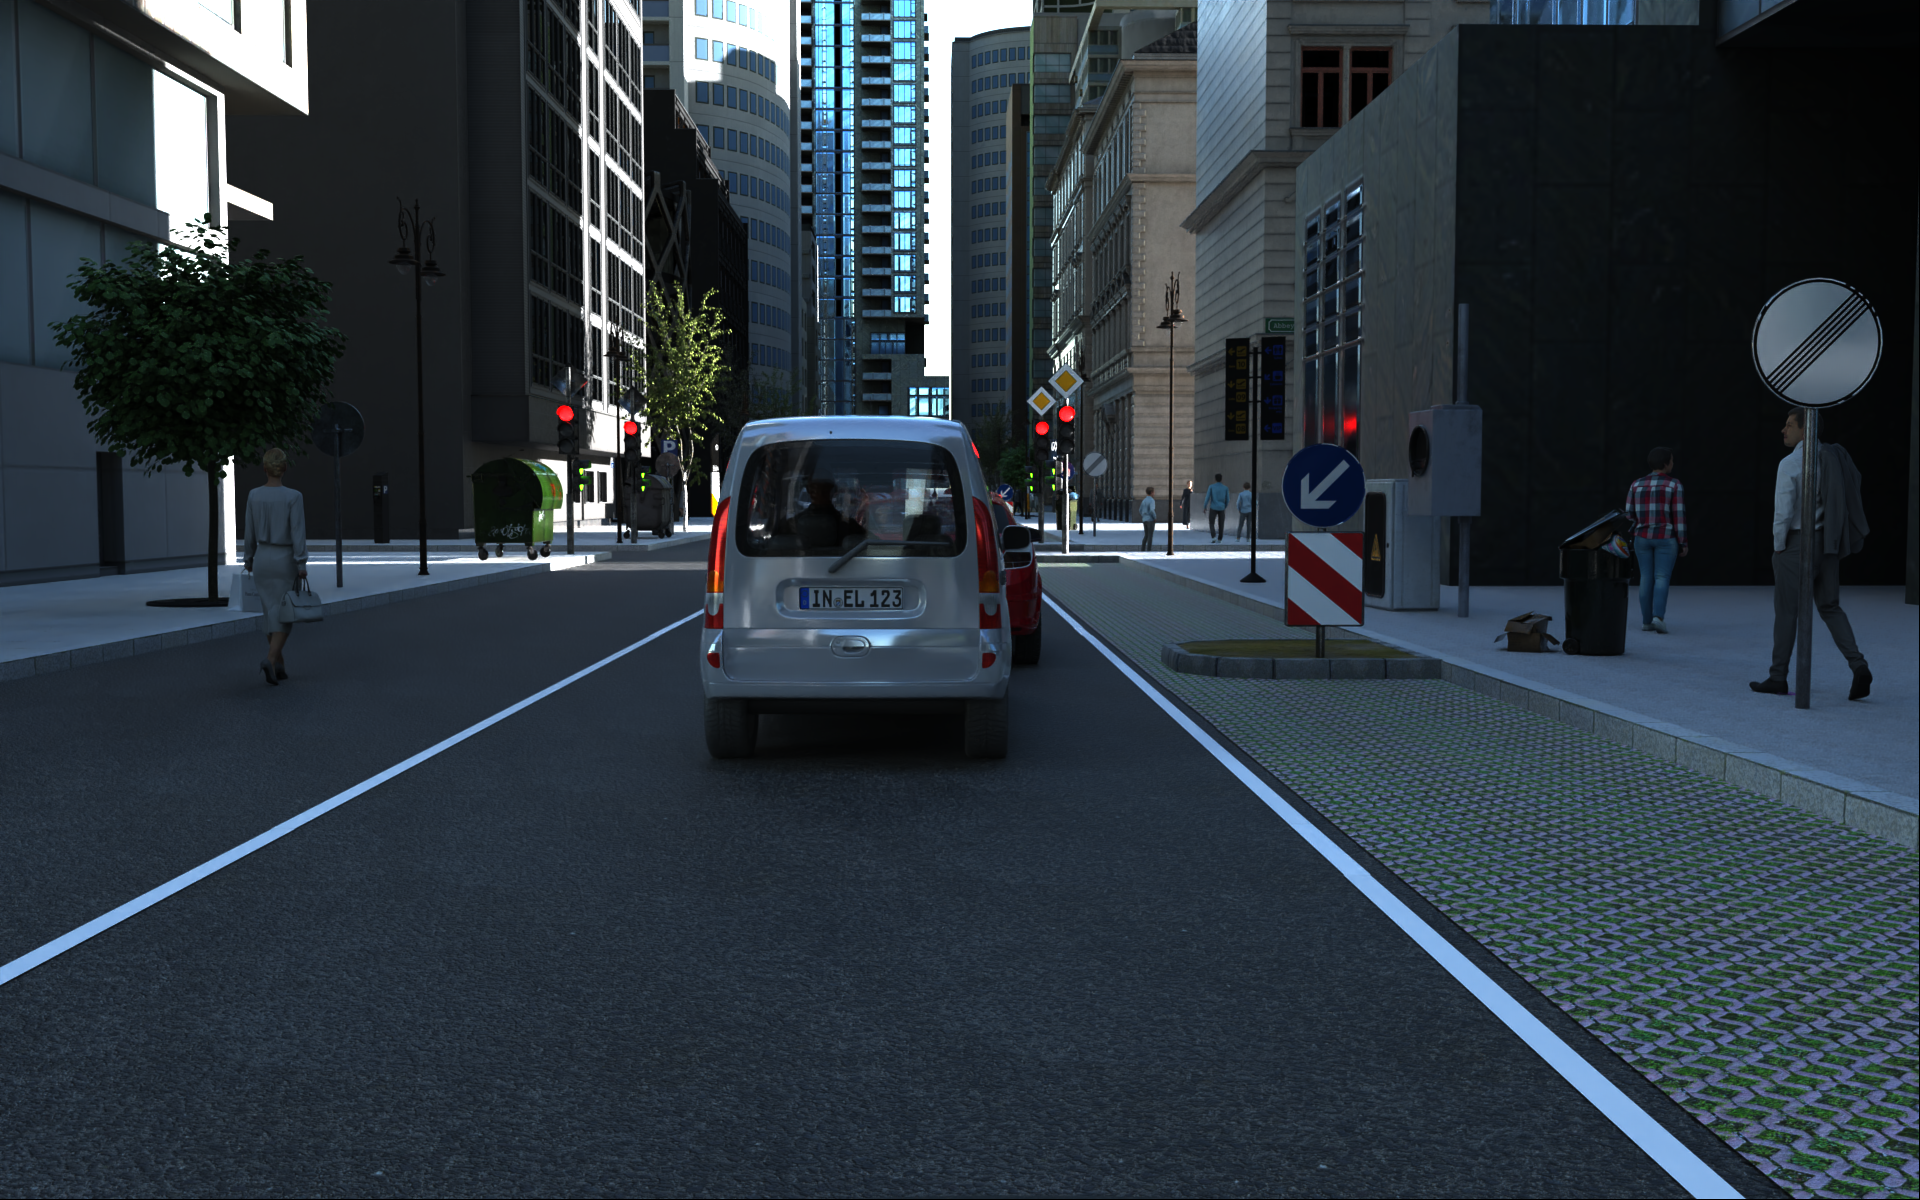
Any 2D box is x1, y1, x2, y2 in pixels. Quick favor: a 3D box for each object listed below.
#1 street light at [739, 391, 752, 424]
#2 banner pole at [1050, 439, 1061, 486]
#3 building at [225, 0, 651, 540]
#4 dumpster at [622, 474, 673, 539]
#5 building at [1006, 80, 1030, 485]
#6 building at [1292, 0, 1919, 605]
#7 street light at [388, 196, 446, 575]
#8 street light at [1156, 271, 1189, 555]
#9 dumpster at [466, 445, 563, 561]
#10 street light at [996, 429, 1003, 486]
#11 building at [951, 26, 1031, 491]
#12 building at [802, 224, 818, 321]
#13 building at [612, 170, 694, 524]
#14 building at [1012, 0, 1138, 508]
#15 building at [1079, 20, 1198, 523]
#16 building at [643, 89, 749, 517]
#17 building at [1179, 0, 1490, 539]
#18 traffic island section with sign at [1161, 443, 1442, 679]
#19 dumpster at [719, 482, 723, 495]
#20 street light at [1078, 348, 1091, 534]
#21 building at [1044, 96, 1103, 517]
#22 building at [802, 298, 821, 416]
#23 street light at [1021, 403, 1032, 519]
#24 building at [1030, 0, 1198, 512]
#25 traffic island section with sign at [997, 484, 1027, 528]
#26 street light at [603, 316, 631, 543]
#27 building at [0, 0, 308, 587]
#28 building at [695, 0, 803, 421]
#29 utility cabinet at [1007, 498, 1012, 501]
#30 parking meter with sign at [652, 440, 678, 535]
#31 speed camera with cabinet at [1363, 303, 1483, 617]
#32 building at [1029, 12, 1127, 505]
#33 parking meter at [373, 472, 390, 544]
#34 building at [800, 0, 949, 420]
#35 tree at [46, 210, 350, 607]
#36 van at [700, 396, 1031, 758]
[{"bbox_3d":[-9.582,-6.411,77.610,0.468,5.910,1.993,0,4,-1],"label":"street light"},{"bbox_3d":[3.970,-4.850,69.319,0.863,3.779,0.401,-1,4,-22],"label":"banner pole"},{"bbox_3d":[-19.677,-16.285,59.760,14.314,27.812,24.014,0,4,-1],"label":"building"},{"bbox_3d":[-9.101,-2.731,50.408,1.264,1.857,1.865,0,4,-1],"label":"dumpster"},{"bbox_3d":[12.133,-32.776,186.005,14.600,45.320,14.200,0,4,-1],"label":"building"},{"bbox_3d":[18.077,-43.062,16.743,22.319,86.520,31.000,0,4,-1],"label":"building"},{"bbox_3d":[-8.502,-3.333,27.278,0.468,5.910,1.993,0,4,-1],"label":"street light"},{"bbox_3d":[4.409,-3.873,36.118,0.468,5.910,1.993,0,4,-1],"label":"street light"},{"bbox_3d":[-8.783,-1.938,34.184,1.502,2.255,1.985,0,4,-1],"label":"dumpster"},{"bbox_3d":[2.710,-9.001,119.953,0.468,5.910,1.993,0,4,-1],"label":"street light"},{"bbox_3d":[13.060,-41.262,216.639,28.212,58.520,21.231,0,4,-1],"label":"building"},{"bbox_3d":[-22.376,-25.371,186.517,14.107,30.474,14.160,0,4,-1],"label":"building"},{"bbox_3d":[-21.191,-13.047,80.771,16.820,18.784,16.811,0,4,-1],"label":"building"},{"bbox_3d":[15.597,-44.627,167.904,20.563,71.187,20.611,0,4,-1],"label":"building"},{"bbox_3d":[12.247,-15.698,85.534,11.050,23.489,19.941,0,4,-1],"label":"building"},{"bbox_3d":[-19.582,-16.728,103.186,12.332,23.373,15.834,0,4,-1],"label":"building"},{"bbox_3d":[19.427,-16.334,54.449,23.554,28.519,14.401,0,4,-1],"label":"building"},{"bbox_3d":[2.712,-0.345,14.261,1.989,1.847,2.006,0,4,-1],"label":"traffic island section with sign"},{"bbox_3d":[-9.430,-4.041,71.830,1.264,1.857,1.865,0,4,-1],"label":"dumpster"},{"bbox_3d":[3.860,-5.030,55.022,0.468,5.910,1.993,0,4,-1],"label":"street light"},{"bbox_3d":[12.282,-19.002,107.938,12.463,27.353,25.104,0,4,-1],"label":"building"},{"bbox_3d":[-27.853,-19.473,163.423,27.650,21.520,28.899,0,4,-1],"label":"building"},{"bbox_3d":[3.355,-7.025,87.651,0.468,5.910,1.993,0,4,-1],"label":"street light"},{"bbox_3d":[21.551,-26.957,132.625,32.217,40.220,23.993,0,4,-1],"label":"building"},{"bbox_3d":[1.683,-3.744,69.842,1.989,1.847,2.006,0,4,-1],"label":"traffic island section with sign"},{"bbox_3d":[-8.910,-4.426,45.159,0.468,5.910,1.993,0,4,-1],"label":"street light"},{"bbox_3d":[-25.381,-26.287,19.033,27.495,52.752,28.713,0,4,-1],"label":"building"},{"bbox_3d":[-23.740,-36.156,133.142,21.231,58.520,28.212,0,4,-1],"label":"building"},{"bbox_3d":[3.266,-6.669,120.193,0.306,1.237,1.020,-1,4,-22],"label":"utility cabinet"},{"bbox_3d":[-9.337,-3.571,54.640,0.543,3.016,1.738,0,4,3],"label":"parking meter with sign"},{"bbox_3d":[4.976,-1.494,18.762,0.660,3.252,2.038,0,4,-6],"label":"speed camera with cabinet"},{"bbox_3d":[12.990,-28.615,151.444,14.154,41.232,14.086,0,4,-1],"label":"building"},{"bbox_3d":[-15.047,-2.404,45.023,0.255,1.863,0.399,1,4,14],"label":"parking meter"},{"bbox_3d":[-16.940,-55.239,215.834,31.000,86.520,22.319,0,4,-1],"label":"building"},{"bbox_3d":[-8.784,-2.226,20.101,4.285,4.588,4.351,0,3,0],"label":"tree"},{"bbox_3d":[-0.546,-0.229,10.762,2.013,2.044,4.112,0,4,0],"label":"van"}]
